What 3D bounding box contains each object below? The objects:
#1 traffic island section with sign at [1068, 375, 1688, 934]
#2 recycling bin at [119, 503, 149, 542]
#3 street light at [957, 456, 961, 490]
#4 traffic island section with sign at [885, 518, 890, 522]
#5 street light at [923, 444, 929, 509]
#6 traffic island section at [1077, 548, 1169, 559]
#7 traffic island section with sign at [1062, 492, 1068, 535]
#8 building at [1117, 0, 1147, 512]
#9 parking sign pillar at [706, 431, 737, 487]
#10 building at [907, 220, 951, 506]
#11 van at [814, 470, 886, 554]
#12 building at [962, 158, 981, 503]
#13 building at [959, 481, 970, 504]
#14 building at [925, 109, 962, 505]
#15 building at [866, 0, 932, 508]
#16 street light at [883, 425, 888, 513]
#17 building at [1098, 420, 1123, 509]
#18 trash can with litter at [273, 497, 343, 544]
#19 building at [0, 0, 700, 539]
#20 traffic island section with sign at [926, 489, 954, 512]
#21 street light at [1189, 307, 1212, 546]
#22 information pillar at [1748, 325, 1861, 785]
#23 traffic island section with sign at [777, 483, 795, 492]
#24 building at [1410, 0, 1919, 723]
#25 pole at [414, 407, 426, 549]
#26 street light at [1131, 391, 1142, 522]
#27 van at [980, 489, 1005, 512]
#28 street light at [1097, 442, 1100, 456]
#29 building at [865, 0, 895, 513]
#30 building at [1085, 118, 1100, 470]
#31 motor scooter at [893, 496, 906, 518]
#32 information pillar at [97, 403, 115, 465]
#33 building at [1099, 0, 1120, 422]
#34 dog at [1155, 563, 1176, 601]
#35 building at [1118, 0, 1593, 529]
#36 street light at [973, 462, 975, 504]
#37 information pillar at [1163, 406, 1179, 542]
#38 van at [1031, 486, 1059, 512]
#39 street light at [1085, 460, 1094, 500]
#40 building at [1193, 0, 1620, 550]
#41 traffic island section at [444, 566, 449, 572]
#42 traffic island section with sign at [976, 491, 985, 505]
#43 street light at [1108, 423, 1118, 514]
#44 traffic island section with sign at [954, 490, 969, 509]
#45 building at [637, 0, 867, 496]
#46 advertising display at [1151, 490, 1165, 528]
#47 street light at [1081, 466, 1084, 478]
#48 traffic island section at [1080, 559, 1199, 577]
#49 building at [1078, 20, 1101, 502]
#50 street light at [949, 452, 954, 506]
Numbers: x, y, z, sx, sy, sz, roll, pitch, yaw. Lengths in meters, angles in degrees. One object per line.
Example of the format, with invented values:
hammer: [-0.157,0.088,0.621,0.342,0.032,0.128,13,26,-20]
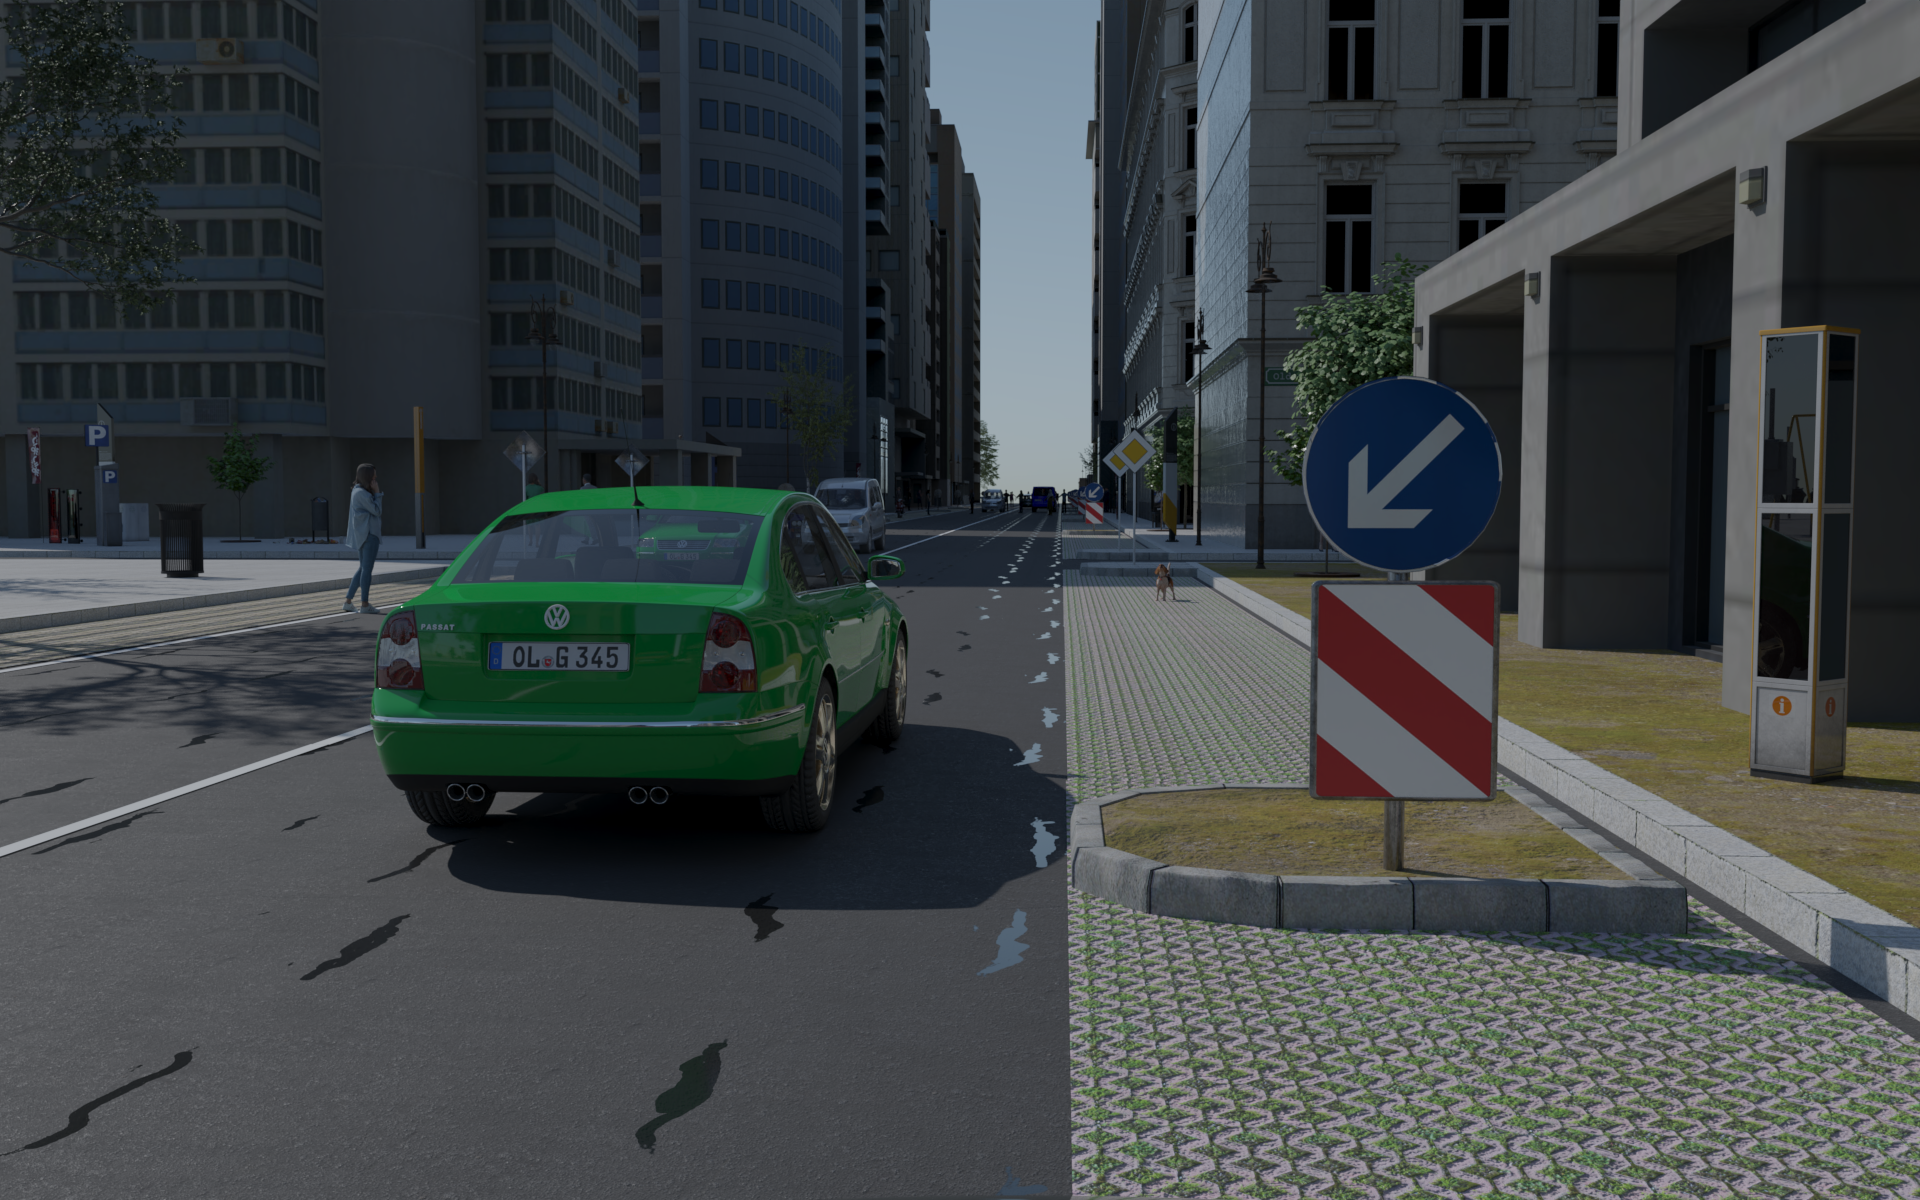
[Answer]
traffic island section with sign: [1.423,0.124,6.598,1.989,1.847,2.006,0,4,3]
recycling bin: [-22.583,-2.112,47.079,0.722,1.027,0.722,2,4,26]
street light: [-0.205,-13.868,199.529,0.468,5.910,1.993,0,4,3]
traffic island section with sign: [-4.653,-4.955,89.650,1.989,1.847,2.006,0,4,3]
street light: [-2.978,-10.957,151.927,0.468,5.910,1.993,0,4,3]
traffic island section: [3.650,-1.036,39.215,2.009,0.180,2.903,0,4,3]
traffic island section with sign: [4.593,-3.195,60.864,1.989,1.847,2.006,0,4,3]
building: [18.396,-28.871,122.152,14.600,45.320,14.200,0,4,3]
parking sign pillar: [-10.196,-5.230,73.986,1.447,3.967,1.447,0,4,-5]
building: [-8.476,-25.055,181.355,14.160,30.474,14.107,0,4,3]
van: [-2.864,-2.206,43.082,2.013,2.044,4.112,0,4,5]
building: [-8.173,-38.203,248.319,21.300,48.544,21.600,0,4,3]
building: [-15.186,-32.644,225.609,32.217,40.220,23.993,0,4,3]
building: [-7.092,-33.985,205.769,14.600,45.320,14.200,0,4,3]
building: [-16.896,-34.908,159.986,28.713,52.752,27.495,0,4,3]
street light: [-5.087,-8.791,116.527,0.468,5.910,1.993,0,4,3]
building: [23.130,-50.825,143.657,22.319,86.520,31.000,0,4,3]
trash can with litter: [-16.791,-2.069,44.890,2.233,1.210,1.678,2,4,25]
building: [-24.644,-22.497,59.704,32.217,40.220,23.993,0,4,3]
traffic island section with sign: [-1.721,-8.021,139.765,1.989,1.847,2.006,0,4,3]
street light: [5.951,-4.294,42.992,0.468,5.910,1.993,0,4,3]
information pillar: [3.788,-0.201,7.782,0.304,2.012,0.304,-3,4,-36]
traffic island section with sign: [-6.265,-3.278,62.221,1.989,1.847,2.006,0,4,3]
building: [14.736,-34.774,6.814,20.563,71.187,20.611,0,4,3]
pole: [-12.637,-2.854,40.501,0.158,3.312,0.155,0,3,0]
street light: [7.941,-6.441,78.106,0.468,5.910,1.993,0,4,3]
van: [2.623,-7.941,136.845,2.013,2.044,4.112,0,4,5]
street light: [12.478,-11.141,154.945,0.468,5.910,1.993,0,4,3]
building: [-15.603,-49.939,129.182,22.319,86.520,31.000,0,4,3]
building: [31.690,-39.654,237.576,28.713,52.752,27.495,0,4,3]
motor scooter: [-3.586,-5.540,103.363,0.815,1.314,1.986,0,4,2]
information pillar: [-21.875,-3.245,44.405,0.504,3.616,0.183,1,4,21]
building: [24.581,-38.678,174.377,21.231,58.520,28.212,0,4,3]
dog: [2.749,-0.239,23.190,0.406,0.507,0.540,-1,4,-19]
building: [17.488,-19.218,90.626,17.030,29.872,44.131,0,4,3]
street light: [1.891,-16.057,235.316,0.468,5.910,1.993,0,4,3]
information pillar: [5.611,-3.352,46.155,0.504,3.616,0.183,-3,5,-43]
van: [6.728,-8.184,138.186,2.240,2.365,5.245,0,4,5]
street light: [15.168,-14.041,202.364,0.468,5.910,1.993,0,4,3]
building: [28.469,-16.481,45.878,44.131,29.872,17.030,0,4,3]
traffic island section: [-8.039,-0.589,31.903,2.009,0.180,2.903,0,4,3]
traffic island section with sign: [3.094,-13.040,221.824,1.989,1.847,2.006,0,4,3]
street light: [10.108,-8.610,113.553,0.468,5.910,1.993,0,4,3]
traffic island section with sign: [-0.155,-9.667,166.675,1.989,1.847,2.006,0,4,3]
building: [-17.440,-34.064,98.950,21.231,58.520,28.212,0,4,3]
advertising display: [7.576,-3.719,66.016,0.123,1.923,0.974,3,4,36]
street light: [17.247,-16.189,237.473,0.468,5.910,1.993,0,4,3]
traffic island section: [3.183,-0.548,31.243,2.009,0.180,2.903,0,4,3]
building: [28.340,-50.337,261.257,20.563,71.187,20.611,0,4,3]
street light: [-0.951,-13.112,187.175,0.468,5.910,1.993,0,4,3]
